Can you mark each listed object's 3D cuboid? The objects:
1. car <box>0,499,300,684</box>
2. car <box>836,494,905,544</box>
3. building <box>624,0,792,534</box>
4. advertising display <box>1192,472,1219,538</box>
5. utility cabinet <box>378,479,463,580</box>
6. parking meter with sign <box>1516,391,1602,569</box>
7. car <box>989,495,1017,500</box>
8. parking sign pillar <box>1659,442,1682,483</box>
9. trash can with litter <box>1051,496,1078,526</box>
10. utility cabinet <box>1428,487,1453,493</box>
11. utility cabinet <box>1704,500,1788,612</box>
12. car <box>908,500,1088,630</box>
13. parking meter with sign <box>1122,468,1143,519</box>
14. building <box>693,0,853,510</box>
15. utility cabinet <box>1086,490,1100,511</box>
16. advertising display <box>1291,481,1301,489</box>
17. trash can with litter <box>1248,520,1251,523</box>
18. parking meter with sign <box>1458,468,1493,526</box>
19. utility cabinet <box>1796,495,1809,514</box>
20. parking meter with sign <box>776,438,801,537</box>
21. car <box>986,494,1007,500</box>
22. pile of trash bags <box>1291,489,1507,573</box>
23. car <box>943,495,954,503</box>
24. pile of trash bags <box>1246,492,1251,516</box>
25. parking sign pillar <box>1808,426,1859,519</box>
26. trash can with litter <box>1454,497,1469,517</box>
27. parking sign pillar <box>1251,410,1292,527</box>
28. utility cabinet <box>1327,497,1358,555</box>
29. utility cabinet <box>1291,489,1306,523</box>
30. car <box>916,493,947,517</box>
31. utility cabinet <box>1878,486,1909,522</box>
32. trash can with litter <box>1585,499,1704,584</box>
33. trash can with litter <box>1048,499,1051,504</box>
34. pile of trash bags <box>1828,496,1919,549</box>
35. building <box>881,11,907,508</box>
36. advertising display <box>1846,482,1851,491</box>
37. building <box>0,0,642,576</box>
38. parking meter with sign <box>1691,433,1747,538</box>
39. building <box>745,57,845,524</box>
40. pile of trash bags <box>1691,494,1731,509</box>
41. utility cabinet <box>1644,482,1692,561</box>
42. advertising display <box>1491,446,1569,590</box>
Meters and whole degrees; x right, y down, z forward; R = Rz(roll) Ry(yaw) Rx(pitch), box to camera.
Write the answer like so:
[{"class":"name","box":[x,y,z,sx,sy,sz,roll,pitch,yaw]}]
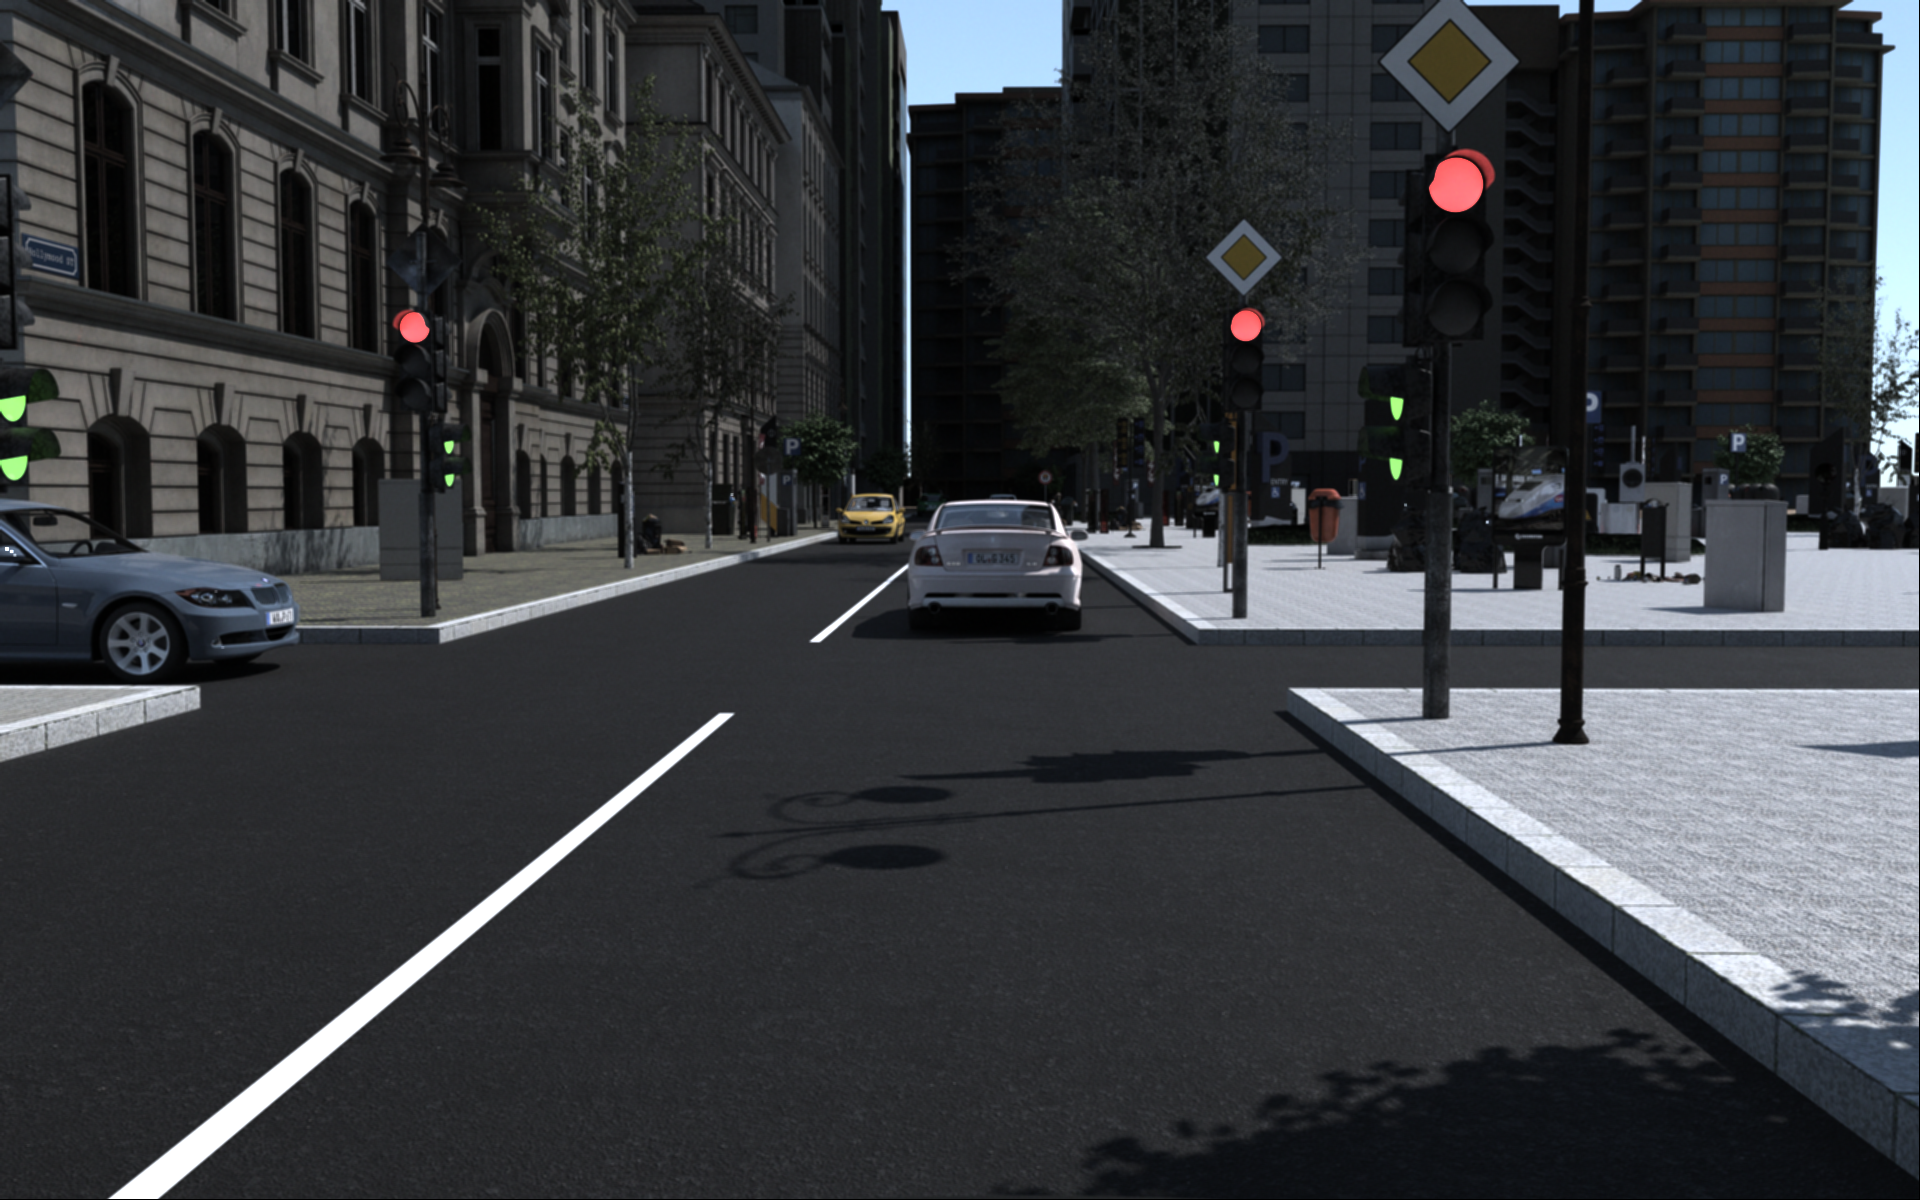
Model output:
[{"class":"car","box":[-7.660,-0.117,13.917,4.499,1.417,2.014,0,4,2]},{"class":"car","box":[-2.579,-2.489,50.923,2.015,1.641,3.980,0,4,2]},{"class":"building","box":[-12.574,-12.203,64.150,10.561,19.102,19.286,0,4,1]},{"class":"advertising display","box":[7.342,-2.804,51.062,0.974,1.923,0.123,-1,4,-8]},{"class":"utility cabinet","box":[-8.004,-1.041,25.707,1.173,1.500,0.318,-1,4,-20]},{"class":"parking meter with sign","box":[10.321,-2.070,30.107,0.543,3.016,1.738,-1,4,-18]},{"class":"car","box":[2.126,-4.497,85.520,2.014,1.417,4.499,0,4,2]},{"class":"parking sign pillar","box":[37.259,-6.261,90.845,1.447,3.967,1.447,-1,4,-12]},{"class":"trash can with litter","box":[4.260,-3.557,69.542,0.624,1.170,1.055,2,4,25]},{"class":"utility cabinet","box":[13.571,-2.521,49.894,1.173,1.500,0.318,3,4,38]},{"class":"utility cabinet","box":[8.730,-0.495,19.263,0.306,1.237,1.020,-1,4,-13]},{"class":"car","box":[0.429,-0.449,19.704,2.083,1.381,4.827,0,4,2]},{"class":"parking meter with sign","box":[8.848,-5.691,89.308,0.543,3.016,1.738,-2,4,-29]},{"class":"building","box":[-13.852,-20.148,101.126,14.160,30.474,14.107,0,4,1]},{"class":"utility cabinet","box":[6.646,-4.710,85.689,1.173,1.500,0.318,0,4,-4]},{"class":"advertising display","box":[15.995,-4.801,83.707,0.974,1.923,0.123,-1,4,-17]},{"class":"trash can with litter","box":[12.697,-3.965,75.882,2.233,1.210,1.678,1,4,20]},{"class":"parking meter with sign","box":[15.743,-3.378,51.494,1.738,3.016,0.543,2,4,26]},{"class":"utility cabinet","box":[40.452,-4.375,82.700,0.306,1.237,1.020,-2,4,-29]},{"class":"parking meter with sign","box":[-5.256,-3.463,52.876,0.543,3.016,1.738,0,4,5]},{"class":"car","box":[2.940,-7.516,131.675,1.959,1.807,4.718,0,4,0]},{"class":"pile of trash bags","box":[7.536,-1.194,29.267,3.447,1.369,1.912,2,4,26]},{"class":"car","box":[-1.463,-7.700,138.483,1.945,1.354,3.894,0,4,2]},{"class":"pile of trash bags","box":[12.093,-3.349,64.508,3.447,1.369,1.912,2,4,31]},{"class":"parking sign pillar","box":[34.791,-4.951,69.423,1.447,3.967,1.447,-3,4,-39]},{"class":"trash can with litter","box":[20.186,-3.558,69.555,0.624,1.170,1.055,0,4,8]},{"class":"parking sign pillar","box":[9.815,-4.044,54.590,1.447,3.967,1.447,-2,4,-30]},{"class":"utility cabinet","box":[8.303,-1.558,36.632,1.020,1.237,0.306,2,4,25]},{"class":"utility cabinet","box":[13.756,-3.820,71.131,0.318,1.500,1.173,3,5,40]},{"class":"car","box":[-1.829,-6.269,111.294,1.959,1.807,4.718,0,4,1]},{"class":"utility cabinet","box":[27.360,-2.570,50.691,0.318,1.500,1.173,-1,4,-9]},{"class":"trash can with litter","box":[10.288,-0.874,25.354,1.678,1.210,2.233,-1,4,-12]},{"class":"trash can with litter","box":[4.655,-4.767,89.324,0.624,1.170,1.055,-3,4,-37]},{"class":"pile of trash bags","box":[22.498,-1.924,41.208,3.447,1.369,1.912,-1,4,-17]},{"class":"building","box":[-12.335,-31.157,159.532,14.200,45.320,14.600,0,4,1]},{"class":"advertising display","box":[45.776,-5.192,90.110,0.974,1.923,0.123,1,4,14]},{"class":"building","box":[-15.682,-13.303,36.594,14.460,24.649,34.723,0,4,1]},{"class":"parking meter with sign","box":[21.931,-3.302,50.250,0.543,3.016,1.738,-1,4,-17]},{"class":"building","box":[-11.131,-14.291,82.808,9.793,20.994,18.267,0,4,1]},{"class":"pile of trash bags","box":[23.626,-2.804,55.603,3.447,1.369,1.912,-2,4,-35]},{"class":"utility cabinet","box":[13.479,-1.487,32.984,0.318,1.500,1.173,0,4,-8]},{"class":"advertising display","box":[7.661,-1.106,23.301,0.974,1.923,0.123,2,4,27]}]
